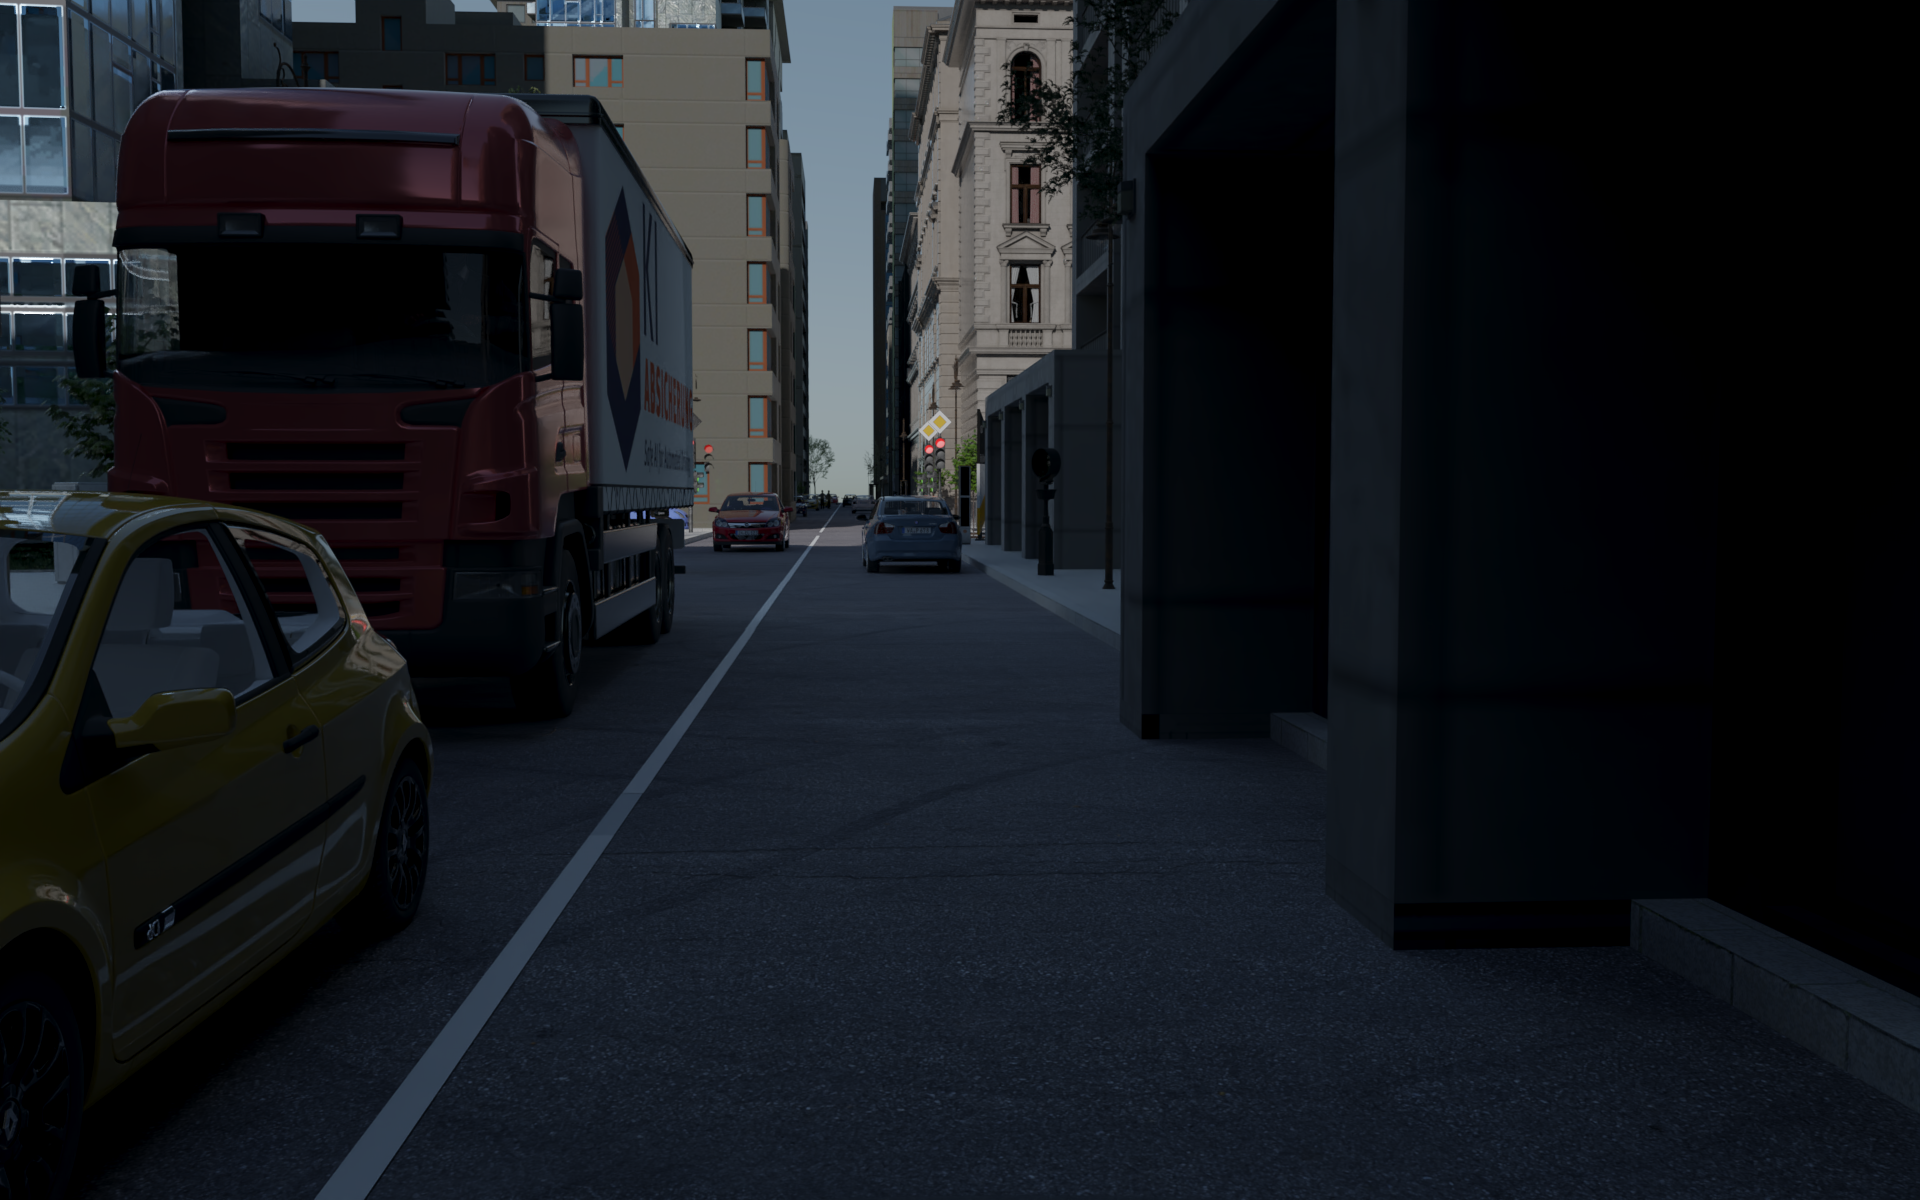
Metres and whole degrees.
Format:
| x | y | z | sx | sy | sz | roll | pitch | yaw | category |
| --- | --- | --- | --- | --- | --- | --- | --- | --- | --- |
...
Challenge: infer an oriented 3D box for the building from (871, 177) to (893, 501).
| x | y | z | sx | sy | sz | roll | pitch | yaw | category |
| --- | --- | --- | --- | --- | --- | --- | --- | --- | --- |
| -5.007 | -36.018 | 239.007 | 14.600 | 45.320 | 14.200 | 0 | 4 | -4 | building |

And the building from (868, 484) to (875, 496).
| x | y | z | sx | sy | sz | roll | pitch | yaw | category |
| --- | --- | --- | --- | --- | --- | --- | --- | --- | --- |
| 0.858 | -36.527 | 289.102 | 32.217 | 40.220 | 23.993 | 0 | 4 | -4 | building |

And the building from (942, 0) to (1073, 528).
| x | y | z | sx | sy | sz | roll | pitch | yaw | category |
| --- | --- | --- | --- | --- | --- | --- | --- | --- | --- |
| 9.518 | -14.807 | 70.973 | 19.941 | 23.489 | 11.050 | 0 | 4 | -4 | building |

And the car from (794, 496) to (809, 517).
| x | y | z | sx | sy | sz | roll | pitch | yaw | category |
| --- | --- | --- | --- | --- | --- | --- | --- | --- | --- |
| -10.555 | -5.944 | 109.763 | 1.945 | 1.354 | 3.894 | 0 | 4 | -5 | car |

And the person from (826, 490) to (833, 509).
| x | y | z | sx | sy | sz | roll | pitch | yaw | category |
| --- | --- | --- | --- | --- | --- | --- | --- | --- | --- |
| -12.726 | -9.770 | 168.332 | 0.705 | 1.812 | 1.348 | -2 | 4 | -33 | person |

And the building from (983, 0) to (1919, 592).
| x | y | z | sx | sy | sz | roll | pitch | yaw | category |
| --- | --- | --- | --- | --- | --- | --- | --- | --- | --- |
| 11.479 | -36.342 | 32.447 | 20.563 | 71.187 | 20.611 | 0 | 4 | -4 | building |

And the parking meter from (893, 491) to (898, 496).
| x | y | z | sx | sy | sz | roll | pitch | yaw | category |
| --- | --- | --- | --- | --- | --- | --- | --- | --- | --- |
| -4.909 | -7.510 | 131.191 | 0.372 | 1.533 | 0.369 | 0 | 3 | 0 | parking meter |

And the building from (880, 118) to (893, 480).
| x | y | z | sx | sy | sz | roll | pitch | yaw | category |
| --- | --- | --- | --- | --- | --- | --- | --- | --- | --- |
| 2.707 | -35.616 | 201.934 | 23.786 | 49.044 | 30.456 | 0 | 4 | -4 | building |

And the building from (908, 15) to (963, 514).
| x | y | z | sx | sy | sz | roll | pitch | yaw | category |
| --- | --- | --- | --- | --- | --- | --- | --- | --- | --- |
| 3.917 | -17.987 | 91.349 | 12.463 | 27.353 | 25.104 | 0 | 4 | -4 | building |

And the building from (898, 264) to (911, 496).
| x | y | z | sx | sy | sz | roll | pitch | yaw | category |
| --- | --- | --- | --- | --- | --- | --- | --- | --- | --- |
| 1.634 | -18.595 | 133.713 | 12.332 | 23.373 | 15.834 | 0 | 4 | -4 | building |

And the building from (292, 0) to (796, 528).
| x | y | z | sx | sy | sz | roll | pitch | yaw | category |
| --- | --- | --- | --- | --- | --- | --- | --- | --- | --- |
| -21.782 | -14.268 | 78.320 | 27.650 | 21.520 | 28.899 | 0 | 4 | -4 | building |

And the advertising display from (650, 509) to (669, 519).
| x | y | z | sx | sy | sz | roll | pitch | yaw | category |
| --- | --- | --- | --- | --- | --- | --- | --- | --- | --- |
| -8.916 | -2.828 | 51.454 | 0.123 | 1.923 | 0.974 | 1 | 4 | 18 | advertising display |

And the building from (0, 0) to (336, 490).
| x | y | z | sx | sy | sz | roll | pitch | yaw | category |
| --- | --- | --- | --- | --- | --- | --- | --- | --- | --- |
| -32.021 | -44.827 | 45.596 | 31.000 | 86.520 | 22.319 | 0 | 4 | -4 | building |

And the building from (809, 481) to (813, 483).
| x | y | z | sx | sy | sz | roll | pitch | yaw | category |
| --- | --- | --- | --- | --- | --- | --- | --- | --- | --- |
| -35.469 | -40.034 | 274.167 | 23.786 | 49.044 | 30.456 | 0 | 4 | -4 | building |

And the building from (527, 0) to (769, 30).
| x | y | z | sx | sy | sz | roll | pitch | yaw | category |
| --- | --- | --- | --- | --- | --- | --- | --- | --- | --- |
| -26.723 | -51.436 | 153.646 | 22.319 | 86.520 | 31.000 | 0 | 4 | -4 | building |

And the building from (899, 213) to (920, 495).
| x | y | z | sx | sy | sz | roll | pitch | yaw | category |
| --- | --- | --- | --- | --- | --- | --- | --- | --- | --- |
| 2.087 | -17.052 | 114.957 | 11.583 | 22.565 | 21.152 | 0 | 4 | -4 | building |

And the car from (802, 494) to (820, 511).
| x | y | z | sx | sy | sz | roll | pitch | yaw | category |
| --- | --- | --- | --- | --- | --- | --- | --- | --- | --- |
| -12.933 | -8.445 | 148.298 | 2.015 | 1.641 | 3.980 | 0 | 4 | -2 | car |

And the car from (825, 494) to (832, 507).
| x | y | z | sx | sy | sz | roll | pitch | yaw | category |
| --- | --- | --- | --- | --- | --- | --- | --- | --- | --- |
| -15.313 | -11.213 | 193.552 | 2.015 | 1.641 | 3.980 | 0 | 4 | -5 | car |

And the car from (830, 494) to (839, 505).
| x | y | z | sx | sy | sz | roll | pitch | yaw | category |
| --- | --- | --- | --- | --- | --- | --- | --- | --- | --- |
| -17.249 | -13.661 | 232.392 | 2.155 | 1.783 | 4.494 | 0 | 4 | -2 | car |

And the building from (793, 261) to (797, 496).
| x | y | z | sx | sy | sz | roll | pitch | yaw | category |
| --- | --- | --- | --- | --- | --- | --- | --- | --- | --- |
| -26.745 | -26.554 | 205.851 | 14.160 | 30.474 | 14.107 | 0 | 4 | -4 | building |

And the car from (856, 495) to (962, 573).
| x | y | z | sx | sy | sz | roll | pitch | yaw | category |
| --- | --- | --- | --- | --- | --- | --- | --- | --- | --- |
| -0.953 | -1.279 | 32.922 | 2.014 | 1.417 | 4.499 | 0 | 4 | -5 | car |

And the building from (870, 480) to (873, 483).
| x | y | z | sx | sy | sz | roll | pitch | yaw | category |
| --- | --- | --- | --- | --- | --- | --- | --- | --- | --- |
| -1.658 | -39.256 | 261.441 | 23.786 | 49.044 | 30.456 | 0 | 4 | -4 | building |

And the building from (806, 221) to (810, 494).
| x | y | z | sx | sy | sz | roll | pitch | yaw | category |
| --- | --- | --- | --- | --- | --- | --- | --- | --- | --- |
| -29.168 | -34.751 | 251.775 | 14.154 | 41.232 | 14.086 | 0 | 4 | -4 | building |

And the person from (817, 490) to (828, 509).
| x | y | z | sx | sy | sz | roll | pitch | yaw | category |
| --- | --- | --- | --- | --- | --- | --- | --- | --- | --- |
| -13.010 | -9.475 | 163.433 | 1.348 | 1.823 | 0.705 | 2 | 4 | 26 | person |

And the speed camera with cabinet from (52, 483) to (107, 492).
| x | y | z | sx | sy | sz | roll | pitch | yaw | category |
| --- | --- | --- | --- | --- | --- | --- | --- | --- | --- |
| -12.279 | -1.907 | 25.512 | 0.660 | 3.252 | 2.038 | 2 | 4 | 27 | speed camera with cabinet |

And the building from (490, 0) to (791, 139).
| x | y | z | sx | sy | sz | roll | pitch | yaw | category |
| --- | --- | --- | --- | --- | --- | --- | --- | --- | --- |
| -32.580 | -36.366 | 183.826 | 28.713 | 52.752 | 27.495 | 0 | 4 | -4 | building |

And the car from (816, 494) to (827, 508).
| x | y | z | sx | sy | sz | roll | pitch | yaw | category |
| --- | --- | --- | --- | --- | --- | --- | --- | --- | --- |
| -14.880 | -10.586 | 183.309 | 2.015 | 1.641 | 3.980 | 0 | 4 | -4 | car |

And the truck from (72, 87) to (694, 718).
| x | y | z | sx | sy | sz | roll | pitch | yaw | category |
| --- | --- | --- | --- | --- | --- | --- | --- | --- | --- |
| -3.900 | -1.559 | 14.405 | 2.839 | 4.237 | 11.283 | 0 | 4 | -4 | truck |

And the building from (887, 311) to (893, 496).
| x | y | z | sx | sy | sz | roll | pitch | yaw | category |
| --- | --- | --- | --- | --- | --- | --- | --- | --- | --- |
| 6.902 | -20.038 | 172.658 | 27.650 | 21.520 | 28.899 | 0 | 4 | -4 | building |

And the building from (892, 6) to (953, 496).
| x | y | z | sx | sy | sz | roll | pitch | yaw | category |
| --- | --- | --- | --- | --- | --- | --- | --- | --- | --- |
| 1.130 | -28.516 | 149.831 | 14.154 | 41.232 | 14.086 | 0 | 4 | -4 | building |

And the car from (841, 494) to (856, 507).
| x | y | z | sx | sy | sz | roll | pitch | yaw | category |
| --- | --- | --- | --- | --- | --- | --- | --- | --- | --- |
| -11.951 | -10.948 | 188.793 | 2.009 | 1.686 | 4.222 | 0 | 4 | -4 | car |

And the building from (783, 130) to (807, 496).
| x | y | z | sx | sy | sz | roll | pitch | yaw | category |
| --- | --- | --- | --- | --- | --- | --- | --- | --- | --- |
| -31.642 | -37.281 | 233.244 | 21.300 | 48.544 | 21.600 | 0 | 4 | -4 | building |

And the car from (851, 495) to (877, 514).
| x | y | z | sx | sy | sz | roll | pitch | yaw | category |
| --- | --- | --- | --- | --- | --- | --- | --- | --- | --- |
| -7.040 | -7.061 | 127.817 | 2.083 | 1.381 | 4.827 | 0 | 4 | -2 | car |
